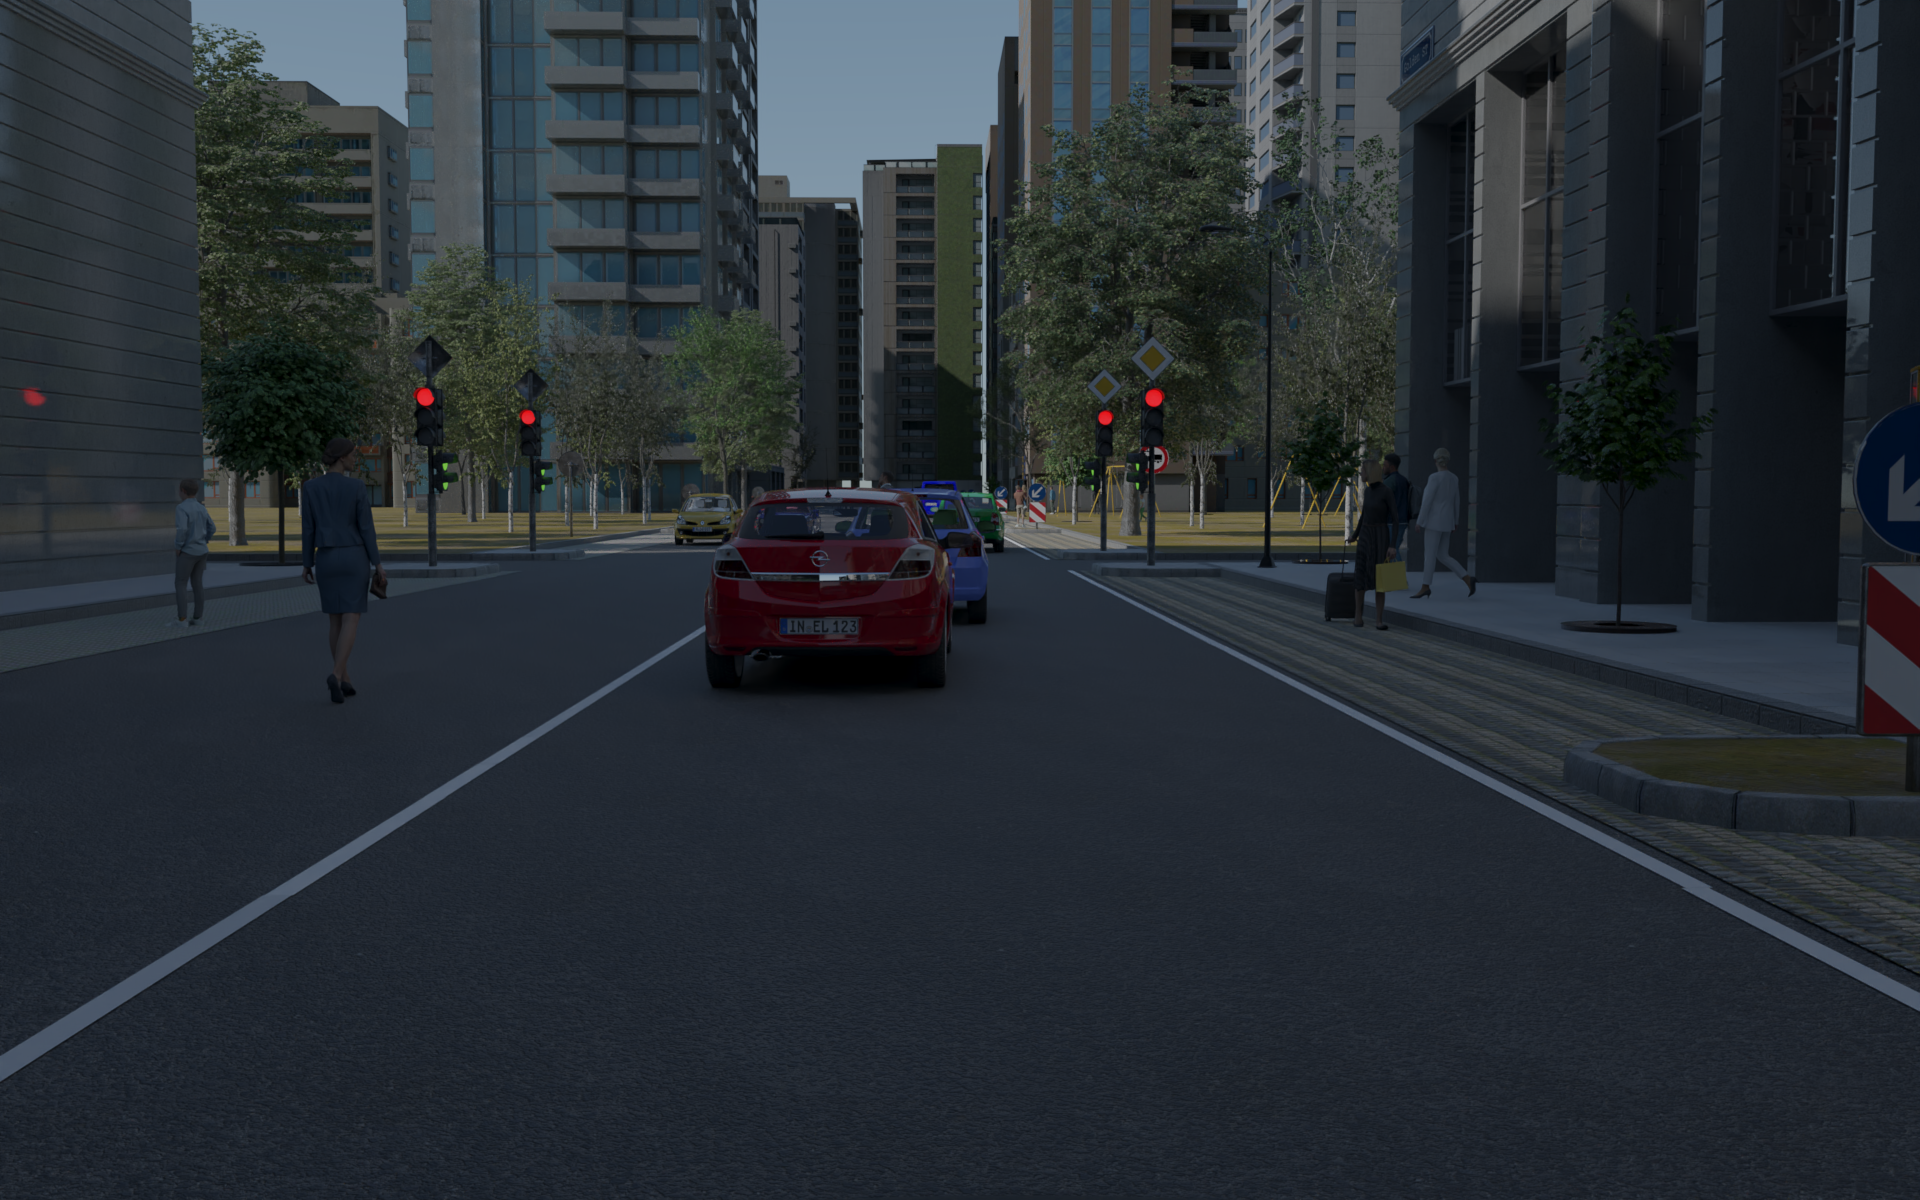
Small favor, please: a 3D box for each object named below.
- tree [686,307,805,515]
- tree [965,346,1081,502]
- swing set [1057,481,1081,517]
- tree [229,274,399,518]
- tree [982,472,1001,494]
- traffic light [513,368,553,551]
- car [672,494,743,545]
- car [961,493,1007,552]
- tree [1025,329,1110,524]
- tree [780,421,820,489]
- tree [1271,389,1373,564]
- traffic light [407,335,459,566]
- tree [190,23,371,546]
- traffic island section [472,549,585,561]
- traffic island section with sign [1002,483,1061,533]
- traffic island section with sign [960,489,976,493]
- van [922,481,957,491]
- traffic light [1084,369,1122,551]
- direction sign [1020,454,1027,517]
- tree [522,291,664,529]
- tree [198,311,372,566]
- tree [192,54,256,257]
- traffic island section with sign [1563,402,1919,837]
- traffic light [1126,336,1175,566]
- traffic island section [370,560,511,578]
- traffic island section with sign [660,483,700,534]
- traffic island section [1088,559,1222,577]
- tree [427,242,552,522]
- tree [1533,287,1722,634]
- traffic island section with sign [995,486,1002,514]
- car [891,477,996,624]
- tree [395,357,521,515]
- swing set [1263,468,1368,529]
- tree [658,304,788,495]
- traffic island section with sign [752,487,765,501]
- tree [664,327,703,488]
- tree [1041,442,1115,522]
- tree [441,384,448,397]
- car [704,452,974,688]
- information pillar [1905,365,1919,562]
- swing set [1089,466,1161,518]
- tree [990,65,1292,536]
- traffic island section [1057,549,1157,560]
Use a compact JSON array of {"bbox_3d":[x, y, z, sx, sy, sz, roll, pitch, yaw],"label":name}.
[{"bbox_3d":[-12.823,-11.468,105.621,7.486,12.596,7.792,0,3,0],"label":"tree"},{"bbox_3d":[4.538,-10.664,108.774,8.767,10.594,7.601,0,4,-1],"label":"tree"},{"bbox_3d":[7.380,-6.249,99.792,3.119,2.851,2.862,1,4,14],"label":"swing set"},{"bbox_3d":[-34.510,-11.108,91.984,12.009,13.543,11.850,0,3,0],"label":"tree"},{"bbox_3d":[2.689,-9.411,148.465,1.663,3.219,1.824,0,3,0],"label":"tree"},{"bbox_3d":[-9.539,-3.041,38.634,0.839,4.253,0.868,0,4,-1],"label":"traffic light"},{"bbox_3d":[-7.199,-2.419,49.782,2.015,1.641,3.980,0,4,-2],"label":"car"},{"bbox_3d":[0.214,-2.147,43.908,1.959,1.807,4.718,0,4,1],"label":"car"},{"bbox_3d":[4.812,-7.520,73.313,4.737,8.622,4.395,0,3,0],"label":"tree"},{"bbox_3d":[-15.813,-13.602,172.758,4.360,8.622,3.978,0,3,0],"label":"tree"},{"bbox_3d":[6.790,-2.283,31.934,1.663,3.219,1.824,0,3,0],"label":"tree"},{"bbox_3d":[-9.349,-2.552,30.651,0.839,4.253,0.868,0,4,-1],"label":"traffic light"},{"bbox_3d":[-18.425,-7.622,42.751,7.486,12.596,7.792,0,3,0],"label":"tree"},{"bbox_3d":[-9.579,-1.008,38.768,2.009,0.180,2.903,0,4,-1],"label":"traffic island section"},{"bbox_3d":[2.679,-3.366,63.660,1.989,1.847,2.006,0,4,-1],"label":"traffic island section with sign"},{"bbox_3d":[0.818,-8.111,141.240,1.989,1.847,2.006,0,4,-1],"label":"traffic island section with sign"},{"bbox_3d":[-0.998,-4.959,85.461,2.240,2.365,5.245,0,4,0],"label":"van"},{"bbox_3d":[3.218,-3.060,38.953,0.839,4.253,0.868,0,4,-1],"label":"traffic light"},{"bbox_3d":[3.612,-6.487,98.057,0.379,3.537,0.876,-1,4,-9],"label":"direction sign"},{"bbox_3d":[-13.379,-6.924,63.568,4.360,8.622,3.978,0,3,0],"label":"tree"},{"bbox_3d":[-12.378,-2.907,31.246,4.285,4.588,4.351,0,3,0],"label":"tree"},{"bbox_3d":[-33.781,-12.829,65.648,12.611,20.169,13.585,0,3,0],"label":"tree"},{"bbox_3d":[4.000,0.030,8.143,1.989,1.847,2.006,0,4,-1],"label":"traffic island section with sign"},{"bbox_3d":[3.409,-2.572,30.970,0.839,4.253,0.868,0,4,-1],"label":"traffic light"},{"bbox_3d":[-9.389,-0.520,30.785,2.009,0.180,2.903,0,4,-1],"label":"traffic island section"},{"bbox_3d":[-9.841,-3.348,63.372,1.989,1.847,2.006,0,4,-1],"label":"traffic island section with sign"},{"bbox_3d":[3.449,-0.538,31.085,2.009,0.180,2.903,0,4,-1],"label":"traffic island section"},{"bbox_3d":[-22.757,-9.834,78.907,7.486,12.596,7.792,0,3,0],"label":"tree"},{"bbox_3d":[6.362,-1.328,16.315,1.663,3.219,1.824,0,3,0],"label":"tree"},{"bbox_3d":[2.023,-5.044,91.098,1.989,1.847,2.006,0,4,-1],"label":"traffic island section with sign"},{"bbox_3d":[-0.533,-0.664,20.446,1.945,1.707,3.694,0,4,0],"label":"car"},{"bbox_3d":[-30.903,-10.594,107.616,8.767,10.594,7.601,-1,4,-18],"label":"tree"},{"bbox_3d":[13.529,-4.203,66.335,2.862,2.851,3.119,-1,4,-21],"label":"swing set"},{"bbox_3d":[-13.095,-10.394,95.690,9.928,11.665,9.643,0,3,0],"label":"tree"},{"bbox_3d":[-10.491,-5.004,90.444,1.989,1.847,2.006,0,4,-1],"label":"traffic island section with sign"},{"bbox_3d":[-13.439,-7.619,74.928,4.360,8.622,3.978,0,3,0],"label":"tree"},{"bbox_3d":[5.501,-5.899,80.167,4.285,4.588,4.351,0,3,0],"label":"tree"},{"bbox_3d":[-21.933,-7.180,67.757,4.360,8.622,3.978,0,3,0],"label":"tree"},{"bbox_3d":[-0.965,-0.322,14.306,2.155,1.783,4.494,0,4,1],"label":"car"},{"bbox_3d":[5.652,-0.338,10.011,0.304,2.012,0.304,1,4,22],"label":"information pillar"},{"bbox_3d":[9.209,-5.997,95.676,2.862,2.851,3.119,-2,4,-32],"label":"swing set"},{"bbox_3d":[5.230,-8.961,53.166,9.857,13.997,8.962,0,3,0],"label":"tree"},{"bbox_3d":[3.258,-1.027,39.068,2.009,0.180,2.903,0,4,-1],"label":"traffic island section"}]
